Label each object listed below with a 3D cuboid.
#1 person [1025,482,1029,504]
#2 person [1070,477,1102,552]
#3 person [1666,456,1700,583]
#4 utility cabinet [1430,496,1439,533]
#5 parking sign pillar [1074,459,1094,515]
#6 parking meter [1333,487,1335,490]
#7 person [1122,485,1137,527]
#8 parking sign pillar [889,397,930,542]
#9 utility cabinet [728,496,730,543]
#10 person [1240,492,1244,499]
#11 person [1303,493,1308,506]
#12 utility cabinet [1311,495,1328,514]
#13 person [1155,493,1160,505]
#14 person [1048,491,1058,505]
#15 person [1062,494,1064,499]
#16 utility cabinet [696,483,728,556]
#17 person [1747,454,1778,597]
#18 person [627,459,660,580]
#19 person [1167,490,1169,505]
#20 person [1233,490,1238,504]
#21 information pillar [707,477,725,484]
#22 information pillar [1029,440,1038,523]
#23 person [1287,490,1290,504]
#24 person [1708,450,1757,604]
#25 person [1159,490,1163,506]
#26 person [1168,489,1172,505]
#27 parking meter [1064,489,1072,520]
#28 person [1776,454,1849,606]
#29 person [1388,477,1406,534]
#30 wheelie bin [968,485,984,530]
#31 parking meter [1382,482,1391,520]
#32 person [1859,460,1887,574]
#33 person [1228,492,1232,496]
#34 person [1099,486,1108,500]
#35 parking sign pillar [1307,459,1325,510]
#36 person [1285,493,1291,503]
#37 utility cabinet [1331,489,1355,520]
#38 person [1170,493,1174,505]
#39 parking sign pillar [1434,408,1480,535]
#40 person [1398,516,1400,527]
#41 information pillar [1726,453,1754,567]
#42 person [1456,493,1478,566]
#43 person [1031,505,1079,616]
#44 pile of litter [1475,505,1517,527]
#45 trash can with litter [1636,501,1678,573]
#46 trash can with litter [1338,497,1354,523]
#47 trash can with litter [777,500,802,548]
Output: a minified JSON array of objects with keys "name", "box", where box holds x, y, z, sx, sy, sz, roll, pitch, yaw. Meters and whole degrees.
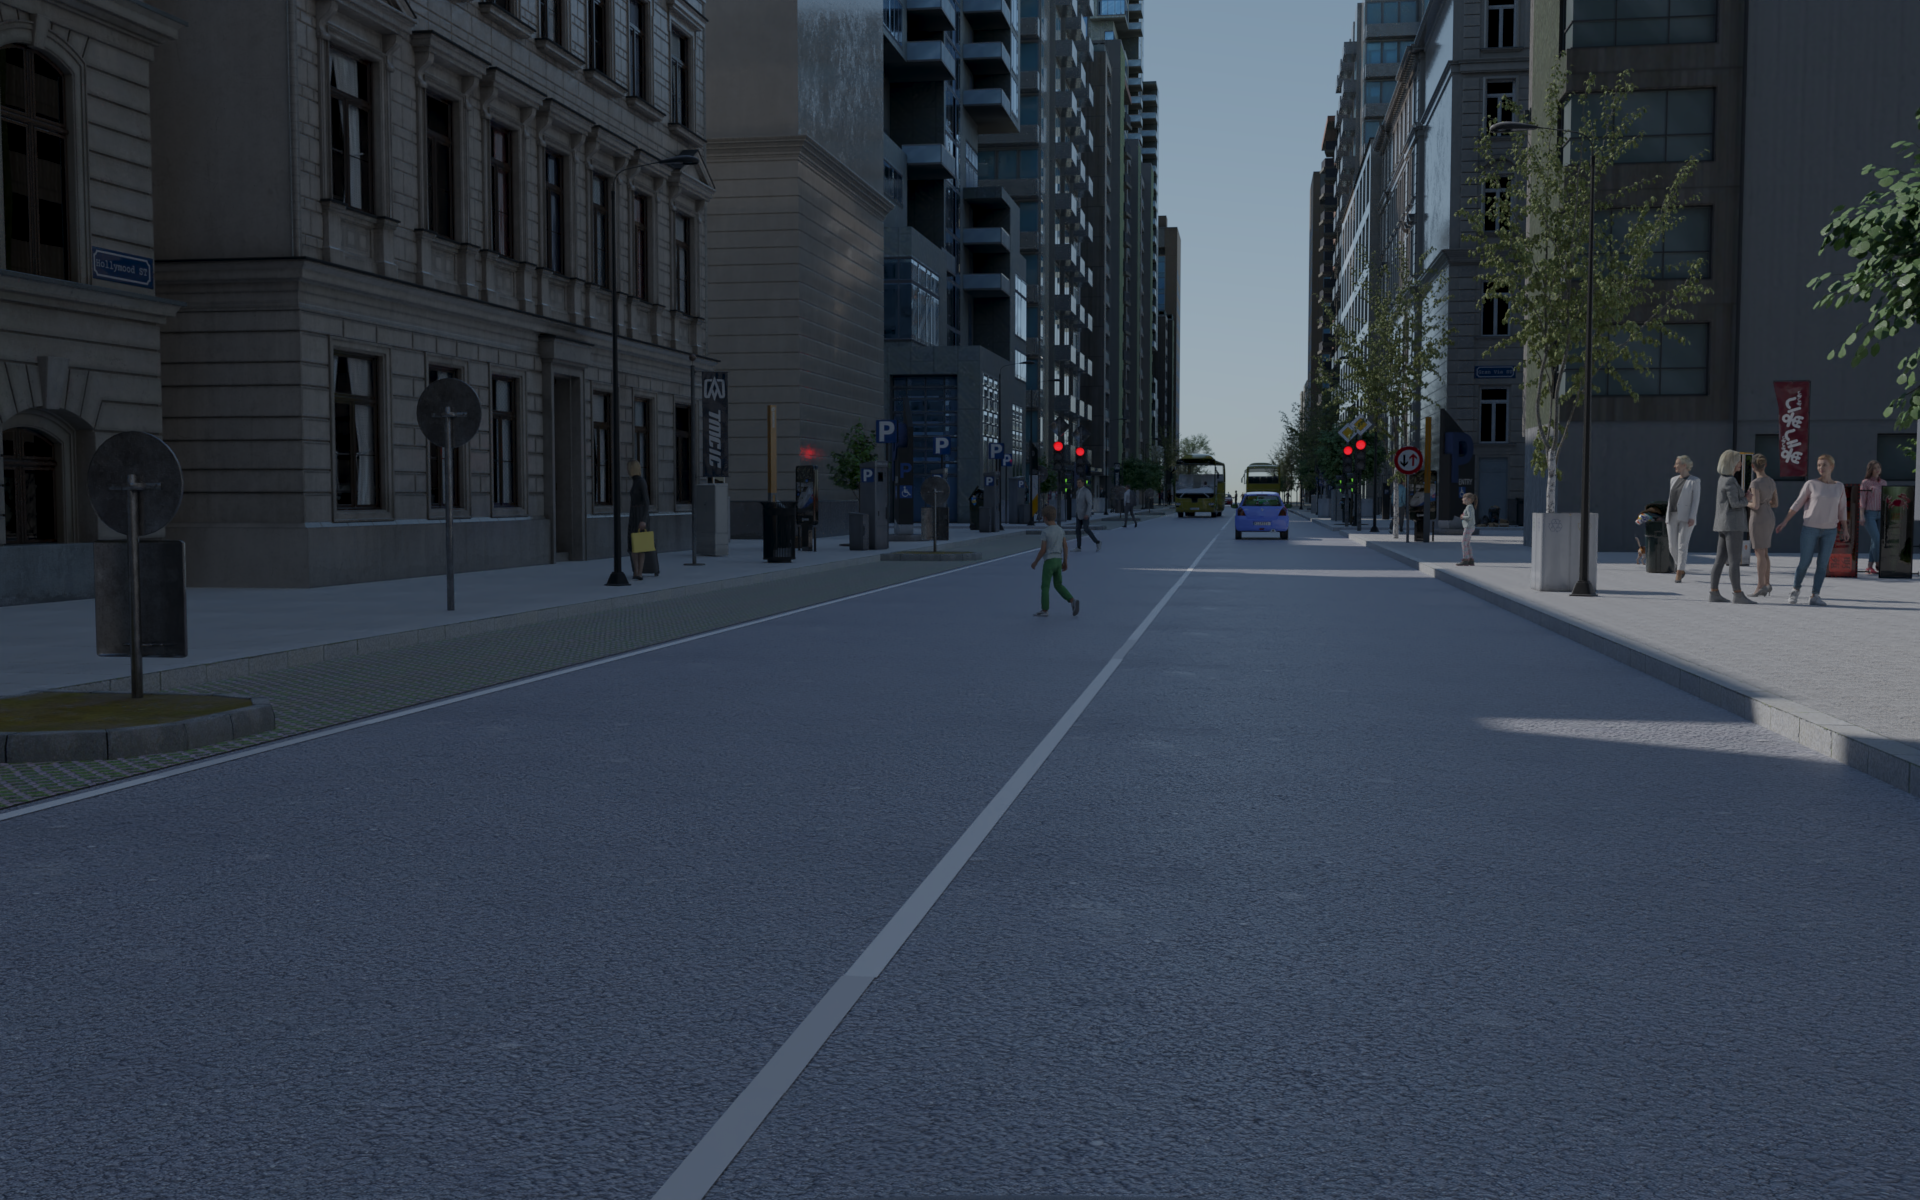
[{"name":"person","box":[3.186,-4.881,85.209,0.474,1.900,0.648,0,4,1]},{"name":"person","box":[3.128,-2.128,43.144,0.795,1.843,0.661,-2,4,-25]},{"name":"person","box":[10.549,-1.183,25.265,0.514,1.842,0.818,3,4,37]},{"name":"utility cabinet","box":[16.136,-2.854,57.828,1.020,1.237,0.306,0,4,6]},{"name":"parking sign pillar","box":[7.521,-7.207,106.303,1.447,3.967,1.447,-2,4,-27]},{"name":"parking meter","box":[29.415,-8.027,136.947,0.255,1.863,0.399,-1,4,-16]},{"name":"person","box":[7.294,-4.015,74.246,0.679,1.850,0.850,-3,4,-38]},{"name":"parking sign pillar","box":[-1.547,-3.602,47.357,1.447,3.967,1.447,0,4,-8]},{"name":"utility cabinet","box":[-6.581,-2.110,45.655,1.020,1.237,0.306,-2,4,-32]},{"name":"person","box":[48.946,-17.805,300.169,0.990,1.755,0.434,-1,4,-16]},{"name":"person","box":[38.142,-11.180,192.020,0.799,1.438,0.628,0,4,-8]},{"name":"utility cabinet","box":[23.607,-6.279,113.828,1.020,1.237,0.306,2,4,25]},{"name":"person","box":[23.337,-12.019,202.489,0.705,1.831,1.348,-3,5,-41]},{"name":"person","box":[4.627,-4.833,85.894,0.563,1.720,0.643,0,4,3]},{"name":"person","box":[6.726,-6.394,110.774,0.728,1.800,0.709,1,4,20]},{"name":"utility cabinet","box":[-5.189,-1.667,35.942,0.318,1.500,1.173,-2,4,-31]},{"name":"person","box":[9.963,-0.931,21.602,0.599,1.781,0.374,-2,4,-35]},{"name":"person","box":[-4.809,-1.224,26.268,0.699,1.804,1.509,0,4,5]},{"name":"person","box":[24.740,-12.141,205.260,0.721,1.735,1.217,1,4,12]},{"name":"person","box":[28.234,-10.328,177.359,0.705,1.824,1.348,2,4,24]},{"name":"information pillar","box":[-5.385,-2.066,38.266,0.304,2.012,0.304,-2,4,-34]},{"name":"information pillar","box":[3.213,-5.168,75.849,0.504,3.616,0.183,-3,5,-45]},{"name":"person","box":[37.164,-11.550,195.694,0.445,1.727,0.742,-1,4,-20]},{"name":"person","box":[9.138,-0.869,20.431,0.526,1.800,0.537,2,4,23]},{"name":"person","box":[22.507,-11.392,193.214,0.541,1.710,0.530,2,4,25]},{"name":"person","box":[24.251,-11.862,200.006,0.705,1.821,1.348,0,4,-3]},{"name":"parking meter","box":[5.293,-4.679,84.910,0.372,1.533,0.369,0,3,0]},{"name":"person","box":[9.828,-0.817,20.077,0.731,1.740,0.598,0,4,0]},{"name":"person","box":[14.218,-3.069,56.245,0.620,1.820,0.660,-2,4,-35]},{"name":"wheelie bin","box":[0.644,-3.296,61.801,0.693,1.594,0.980,0,4,2]},{"name":"parking meter","box":[21.455,-4.980,87.139,0.399,1.863,0.255,0,4,6]},{"name":"person","box":[14.596,-1.321,27.656,0.555,1.821,0.388,-1,4,-21]},{"name":"person","box":[43.467,-16.631,280.433,1.348,1.822,0.705,0,3,0]},{"name":"person","box":[10.374,-7.375,126.400,0.755,1.850,0.659,-2,4,-32]},{"name":"parking sign pillar","box":[28.309,-9.122,137.615,1.447,3.967,1.447,0,4,-6]},{"name":"person","box":[49.190,-15.502,260.057,0.990,1.755,0.434,3,4,36]},{"name":"utility cabinet","box":[18.386,-4.546,83.013,1.173,1.500,0.318,-1,4,-12]},{"name":"person","box":[25.325,-12.159,208.099,1.065,1.426,0.557,3,5,43]},{"name":"parking sign pillar","box":[15.717,-4.054,54.762,1.447,3.967,1.447,-3,4,-38]},{"name":"person","box":[17.377,-3.527,68.394,0.352,1.250,0.332,1,4,9]},{"name":"information pillar","box":[13.855,-1.609,30.793,0.304,2.012,0.304,-3,4,-36]},{"name":"person","box":[9.047,-1.260,30.928,0.394,1.301,0.425,0,4,1]},{"name":"person","box":[1.116,-0.457,20.218,0.590,1.304,0.306,2,4,32]},{"name":"pile of litter","box":[20.924,-3.279,67.575,1.719,0.858,1.176,1,4,21]},{"name":"trash can with litter","box":[11.478,-1.039,28.367,0.624,1.170,1.055,2,4,31]},{"name":"trash can with litter","box":[17.418,-4.049,77.587,0.624,1.170,1.055,3,4,39]},{"name":"trash can with litter","box":[-4.029,-1.820,41.146,1.055,1.170,0.624,1,4,12]}]
